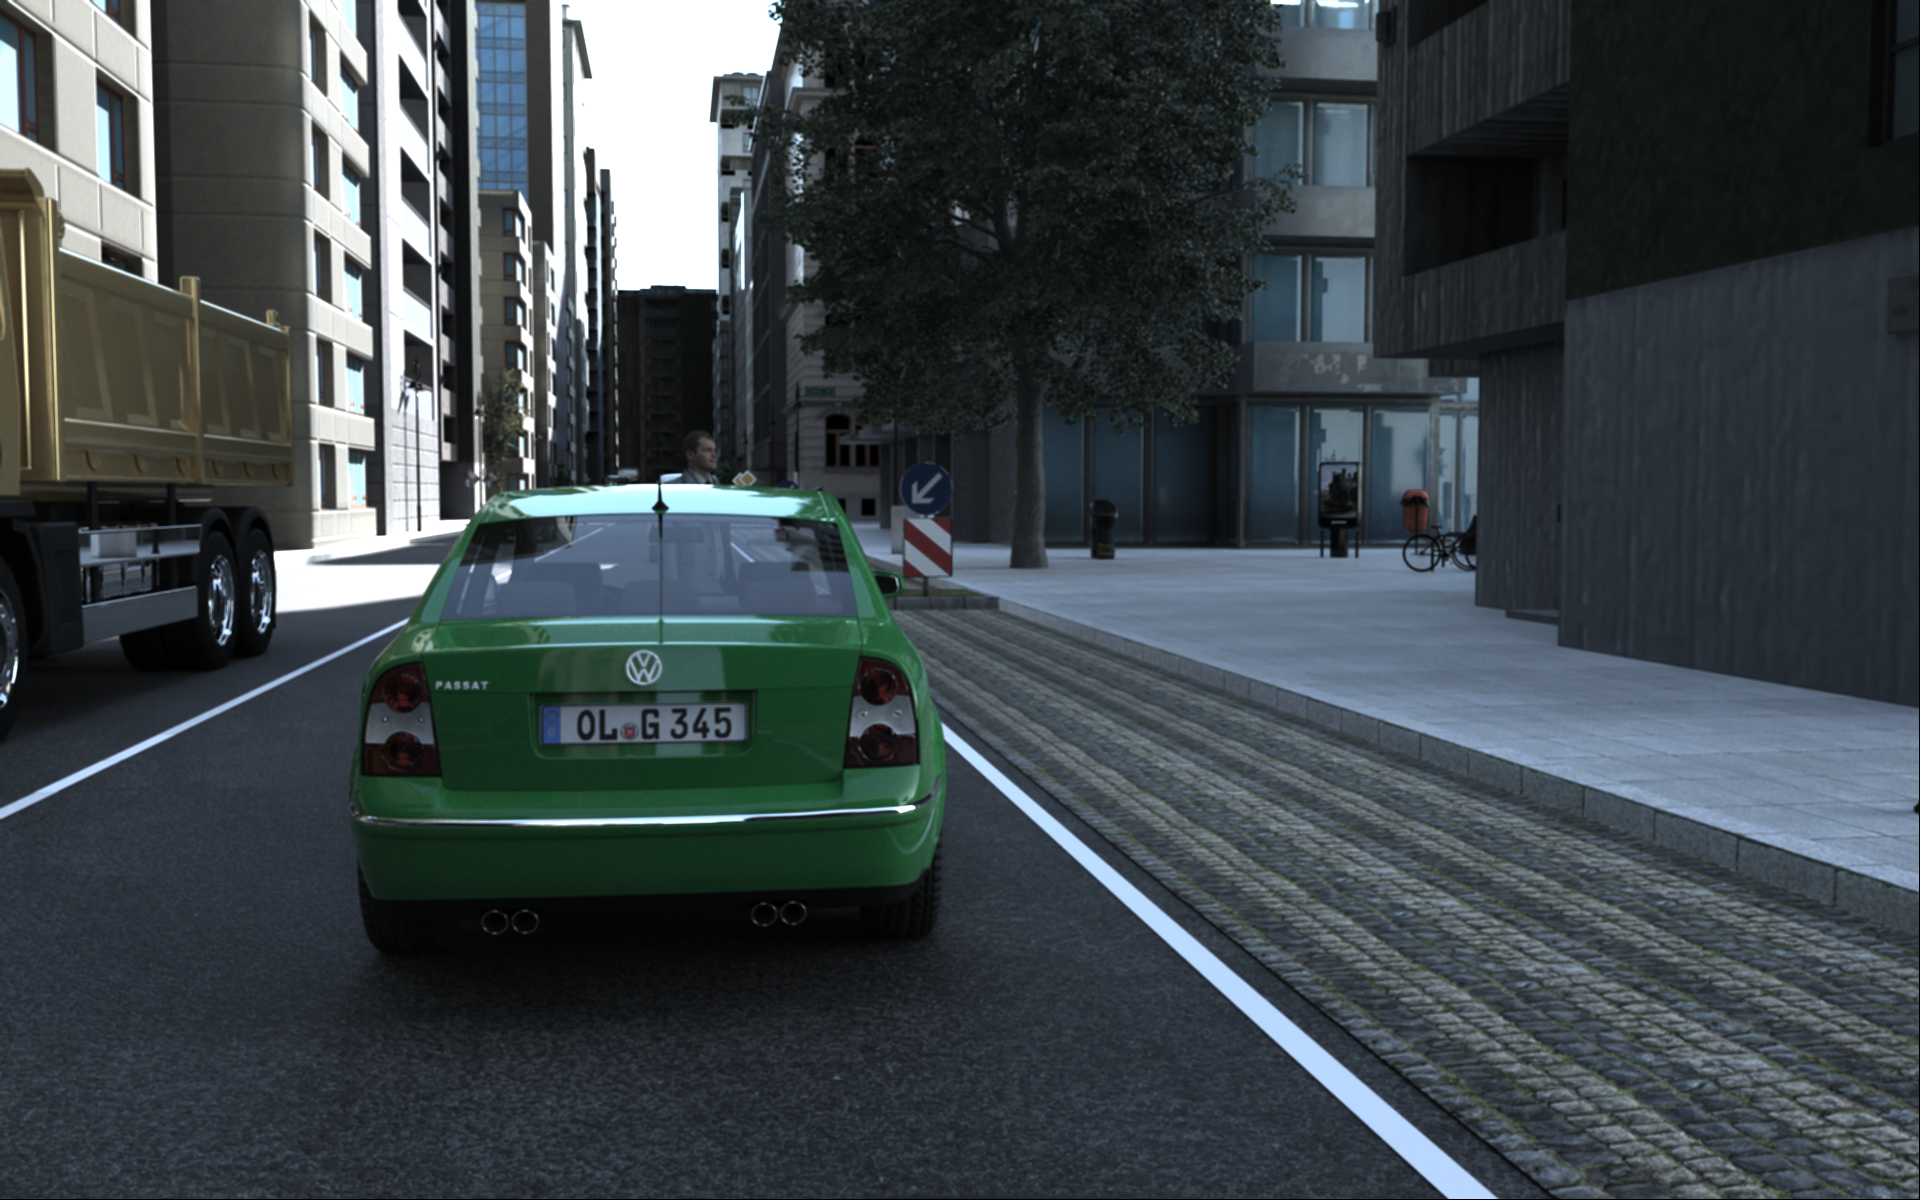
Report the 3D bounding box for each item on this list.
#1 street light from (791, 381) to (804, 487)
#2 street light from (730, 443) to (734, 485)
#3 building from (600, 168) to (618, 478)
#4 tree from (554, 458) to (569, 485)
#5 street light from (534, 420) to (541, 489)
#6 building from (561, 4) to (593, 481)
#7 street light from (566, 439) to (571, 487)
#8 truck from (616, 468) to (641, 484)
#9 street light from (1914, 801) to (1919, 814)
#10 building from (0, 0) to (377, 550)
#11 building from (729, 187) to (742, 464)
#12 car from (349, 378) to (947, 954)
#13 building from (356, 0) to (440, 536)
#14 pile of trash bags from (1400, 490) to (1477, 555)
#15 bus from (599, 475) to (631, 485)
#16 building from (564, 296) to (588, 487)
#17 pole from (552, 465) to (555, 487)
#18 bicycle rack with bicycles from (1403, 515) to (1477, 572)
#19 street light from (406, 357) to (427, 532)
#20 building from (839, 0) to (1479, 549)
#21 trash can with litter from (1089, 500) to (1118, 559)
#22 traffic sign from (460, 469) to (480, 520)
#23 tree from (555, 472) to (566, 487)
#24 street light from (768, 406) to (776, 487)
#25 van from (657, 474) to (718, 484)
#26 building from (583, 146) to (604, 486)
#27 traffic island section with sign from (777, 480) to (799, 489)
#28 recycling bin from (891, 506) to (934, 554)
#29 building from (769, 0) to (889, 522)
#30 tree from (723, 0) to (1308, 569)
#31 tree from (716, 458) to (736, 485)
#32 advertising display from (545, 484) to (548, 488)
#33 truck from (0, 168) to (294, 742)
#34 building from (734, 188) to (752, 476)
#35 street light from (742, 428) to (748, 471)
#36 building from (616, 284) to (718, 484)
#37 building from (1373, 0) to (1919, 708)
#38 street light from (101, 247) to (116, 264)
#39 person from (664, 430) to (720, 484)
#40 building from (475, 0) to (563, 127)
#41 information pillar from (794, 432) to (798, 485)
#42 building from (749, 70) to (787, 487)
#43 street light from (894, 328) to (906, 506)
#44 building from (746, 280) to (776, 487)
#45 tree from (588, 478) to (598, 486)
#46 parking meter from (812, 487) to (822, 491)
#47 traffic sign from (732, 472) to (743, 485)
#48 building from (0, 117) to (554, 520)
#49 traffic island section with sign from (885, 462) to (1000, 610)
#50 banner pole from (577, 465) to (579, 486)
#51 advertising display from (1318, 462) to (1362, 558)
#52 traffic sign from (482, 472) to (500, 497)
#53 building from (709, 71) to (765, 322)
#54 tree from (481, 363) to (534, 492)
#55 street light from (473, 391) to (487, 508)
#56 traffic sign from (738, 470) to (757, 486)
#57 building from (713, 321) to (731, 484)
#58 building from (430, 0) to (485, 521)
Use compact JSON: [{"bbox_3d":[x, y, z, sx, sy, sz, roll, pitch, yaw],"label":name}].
[{"bbox_3d":[-6.659,-6.013,71.106,0.468,5.910,1.993,-1,4,-9],"label":"street light"},{"bbox_3d":[-20.122,-11.017,152.915,0.468,5.910,1.993,-1,4,-9],"label":"street light"},{"bbox_3d":[-59.105,-37.874,242.945,21.600,48.544,21.300,-1,4,-9],"label":"building"},{"bbox_3d":[-31.618,-9.122,132.864,4.285,4.588,4.351,0,3,0],"label":"tree"},{"bbox_3d":[-26.508,-8.321,108.843,0.468,5.910,1.993,-1,4,-9],"label":"street light"},{"bbox_3d":[-55.167,-36.758,190.230,28.713,52.752,27.495,-1,4,-9],"label":"building"},{"bbox_3d":[-31.816,-10.274,140.774,0.468,5.910,1.993,-1,4,-9],"label":"street light"},{"bbox_3d":[-35.960,-12.157,187.674,2.839,4.237,11.283,-1,4,-10],"label":"truck"},{"bbox_3d":[3.935,-2.079,6.780,0.468,5.910,1.993,-1,4,-9],"label":"street light"},{"bbox_3d":[-27.627,-11.394,31.336,27.650,21.520,28.899,-1,4,-9],"label":"building"},{"bbox_3d":[-15.099,-24.139,166.380,14.160,30.474,14.107,-1,4,-9],"label":"building"},{"bbox_3d":[-1.132,0.119,6.850,1.959,1.807,4.718,0,4,-7],"label":"car"},{"bbox_3d":[-32.804,-31.509,57.178,28.212,58.520,21.231,-1,4,-9],"label":"building"},{"bbox_3d":[11.038,-1.636,36.496,3.447,1.369,1.912,0,4,8],"label":"pile of trash bags"},{"bbox_3d":[-32.842,-10.452,165.745,2.948,3.499,13.247,-1,4,-10],"label":"bus"},{"bbox_3d":[-50.114,-19.477,163.490,27.650,21.520,28.899,-1,4,-9],"label":"building"},{"bbox_3d":[-28.697,-7.861,122.373,0.158,3.312,0.155,0,3,0],"label":"pole"},{"bbox_3d":[9.081,-0.959,29.062,2.925,0.926,2.852,1,4,22],"label":"bicycle rack with bicycles"},{"bbox_3d":[-18.288,-5.237,58.415,0.468,5.910,1.993,-1,4,-9],"label":"street light"},{"bbox_3d":[8.828,-26.527,53.322,23.786,49.044,30.456,-1,4,-9],"label":"building"},{"bbox_3d":[2.913,-1.409,34.422,0.624,1.170,1.055,0,4,-5],"label":"trash can with litter"},{"bbox_3d":[-19.626,-4.022,69.407,0.795,2.450,0.064,-1,4,-9],"label":"traffic sign"},{"bbox_3d":[-30.409,-8.219,128.984,1.663,3.219,1.824,0,3,0],"label":"tree"},{"bbox_3d":[-9.713,-7.152,89.726,0.468,5.910,1.993,-1,4,-9],"label":"street light"},{"bbox_3d":[-5.903,-1.878,37.718,2.013,2.044,4.112,-1,4,-8],"label":"van"},{"bbox_3d":[-52.579,-34.726,217.881,14.200,45.320,14.600,-1,4,-9],"label":"building"},{"bbox_3d":[-5.012,-2.457,48.805,1.989,1.847,2.006,-1,4,-9],"label":"traffic island section with sign"},{"bbox_3d":[-1.019,-1.509,37.231,0.722,1.027,0.722,1,4,22],"label":"recycling bin"},{"bbox_3d":[2.699,-18.328,87.057,23.554,28.519,14.401,-1,4,-9],"label":"building"},{"bbox_3d":[1.090,-7.527,29.729,9.857,13.997,8.962,0,3,0],"label":"tree"},{"bbox_3d":[-20.364,-10.558,156.343,4.285,4.588,4.351,0,3,0],"label":"tree"},{"bbox_3d":[-26.053,-6.358,109.171,0.123,1.923,0.974,-1,4,-18],"label":"advertising display"},{"bbox_3d":[-6.944,-0.959,11.602,3.469,3.379,9.791,0,4,-8],"label":"truck"},{"bbox_3d":[-12.373,-19.976,144.637,12.078,24.808,19.932,-1,4,-9],"label":"building"},{"bbox_3d":[-14.986,-9.075,121.159,0.468,5.910,1.993,-1,4,-9],"label":"street light"},{"bbox_3d":[-40.781,-28.770,242.088,14.107,30.474,14.160,-1,4,-9],"label":"building"},{"bbox_3d":[11.632,-14.996,16.893,14.160,30.474,14.107,-1,4,-9],"label":"building"},{"bbox_3d":[-13.124,-3.314,26.965,0.468,5.910,1.993,-1,4,-9],"label":"street light"},{"bbox_3d":[-1.551,-0.109,10.376,0.767,1.812,0.694,2,4,29],"label":"person"},{"bbox_3d":[-39.494,-29.972,140.151,14.600,45.320,14.200,-1,4,-9],"label":"building"},{"bbox_3d":[-6.175,-4.517,65.200,0.183,3.616,0.504,-1,4,-15],"label":"information pillar"},{"bbox_3d":[-5.126,-19.085,105.554,14.314,27.812,24.014,-1,4,-9],"label":"building"},{"bbox_3d":[-1.451,-4.064,39.227,0.468,5.910,1.993,-1,4,-9],"label":"street light"},{"bbox_3d":[-9.994,-16.606,126.261,10.420,20.320,16.860,-1,4,-9],"label":"building"},{"bbox_3d":[-44.556,-13.283,211.780,1.663,3.219,1.824,0,3,0],"label":"tree"},{"bbox_3d":[-5.018,-3.202,60.758,0.372,1.533,0.369,0,3,0],"label":"parking meter"},{"bbox_3d":[-10.019,-4.612,79.052,0.795,2.450,0.064,-1,4,-9],"label":"traffic sign"},{"bbox_3d":[-41.008,-16.251,110.741,27.650,21.520,28.899,-1,4,-9],"label":"building"},{"bbox_3d":[-0.641,-0.830,22.205,1.989,1.847,2.006,-1,4,-9],"label":"traffic island section with sign"},{"bbox_3d":[-32.533,-9.641,147.650,0.401,3.779,0.863,-1,4,-15],"label":"banner pole"},{"bbox_3d":[7.684,-1.825,35.053,0.123,1.923,0.974,-3,5,-42],"label":"advertising display"},{"bbox_3d":[-20.921,-4.504,77.287,0.795,2.450,0.064,-1,4,-9],"label":"traffic sign"},{"bbox_3d":[-16.418,-38.355,216.337,28.713,52.752,27.495,-1,4,-9],"label":"building"},{"bbox_3d":[-25.810,-8.934,96.438,4.360,8.622,3.978,0,3,0],"label":"tree"},{"bbox_3d":[-21.431,-6.397,77.378,0.468,5.910,1.993,-1,4,-9],"label":"street light"},{"bbox_3d":[-8.724,-4.130,71.172,0.795,2.450,0.064,-1,4,-9],"label":"traffic sign"},{"bbox_3d":[-12.664,-21.045,189.131,27.650,21.520,28.899,-1,4,-9],"label":"building"},{"bbox_3d":[-30.777,-18.997,82.302,14.160,30.474,14.107,-1,4,-9],"label":"building"}]
